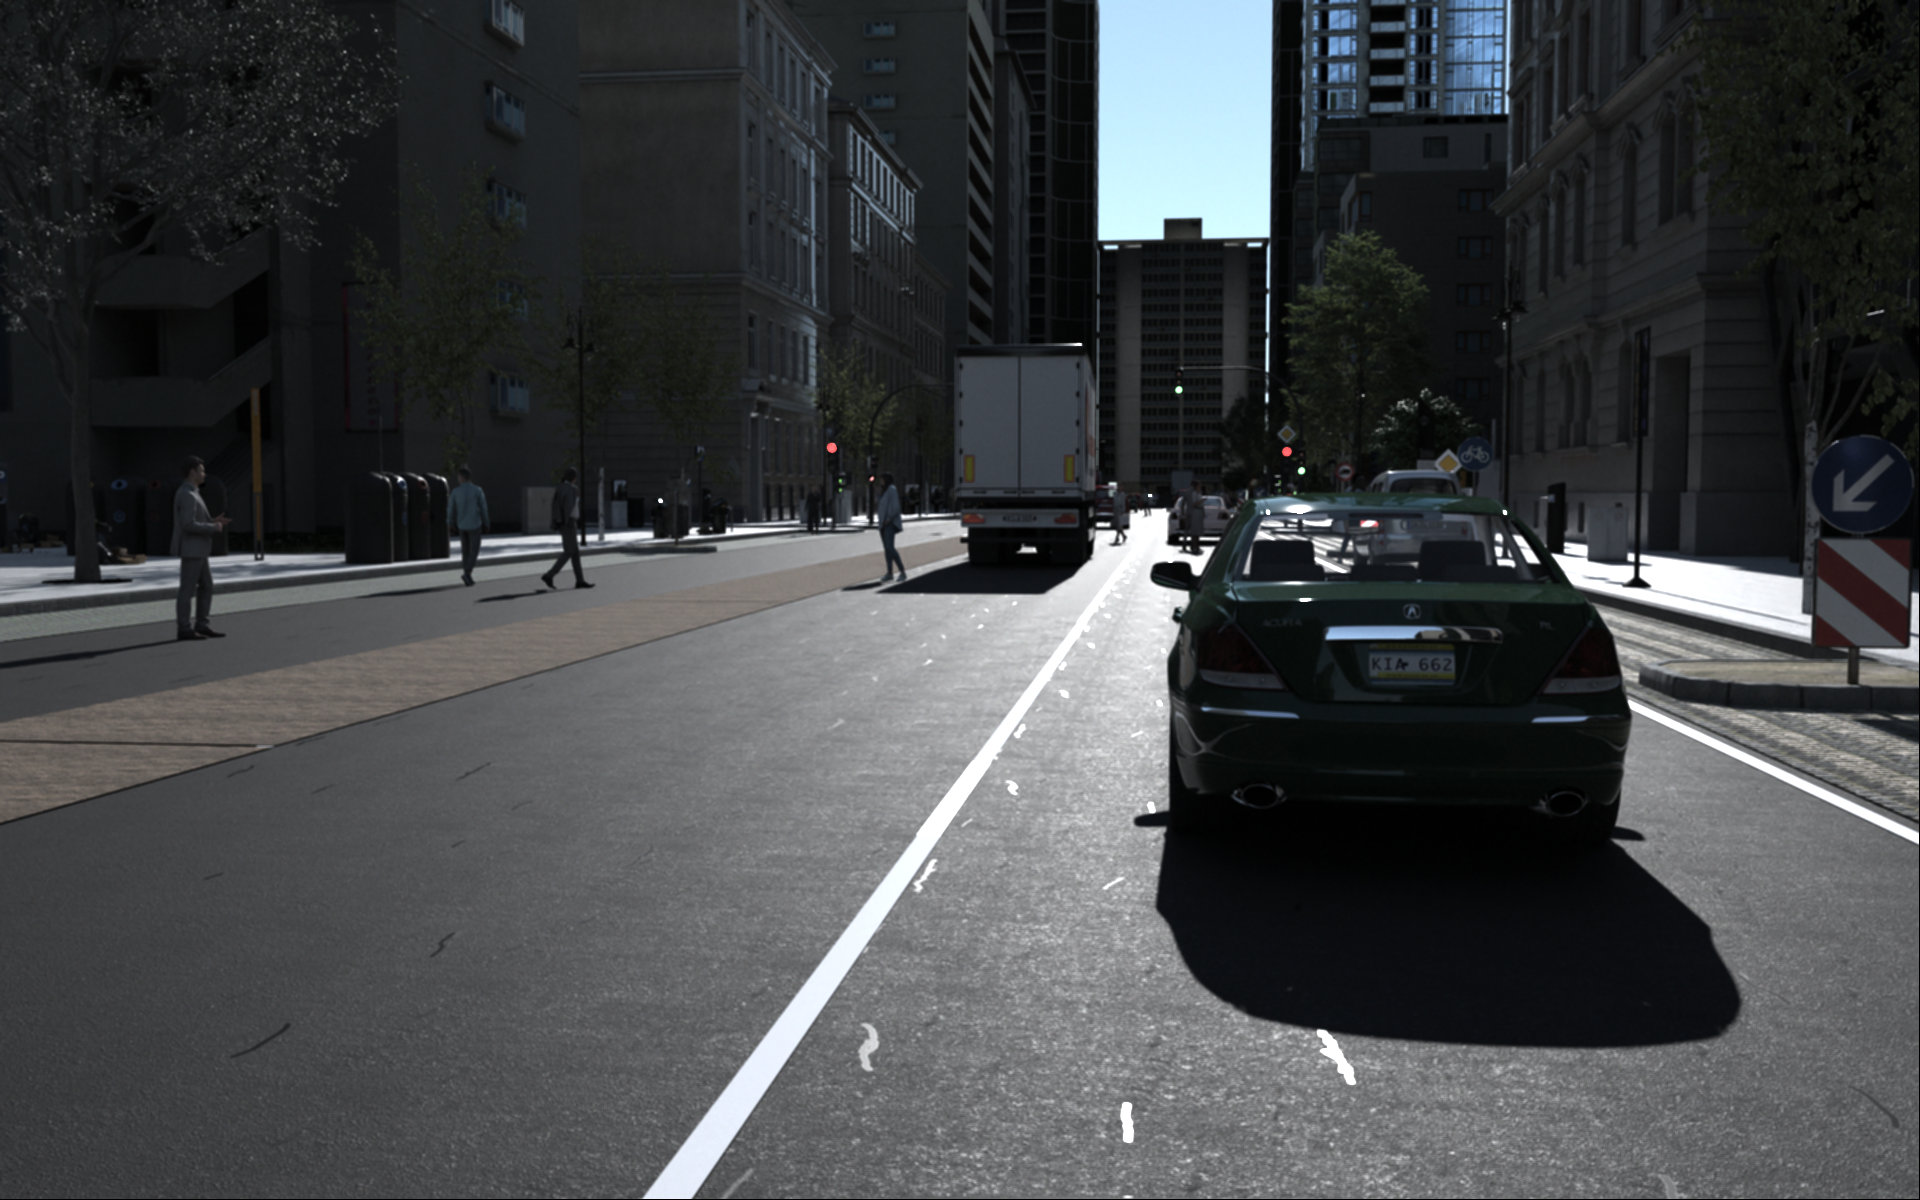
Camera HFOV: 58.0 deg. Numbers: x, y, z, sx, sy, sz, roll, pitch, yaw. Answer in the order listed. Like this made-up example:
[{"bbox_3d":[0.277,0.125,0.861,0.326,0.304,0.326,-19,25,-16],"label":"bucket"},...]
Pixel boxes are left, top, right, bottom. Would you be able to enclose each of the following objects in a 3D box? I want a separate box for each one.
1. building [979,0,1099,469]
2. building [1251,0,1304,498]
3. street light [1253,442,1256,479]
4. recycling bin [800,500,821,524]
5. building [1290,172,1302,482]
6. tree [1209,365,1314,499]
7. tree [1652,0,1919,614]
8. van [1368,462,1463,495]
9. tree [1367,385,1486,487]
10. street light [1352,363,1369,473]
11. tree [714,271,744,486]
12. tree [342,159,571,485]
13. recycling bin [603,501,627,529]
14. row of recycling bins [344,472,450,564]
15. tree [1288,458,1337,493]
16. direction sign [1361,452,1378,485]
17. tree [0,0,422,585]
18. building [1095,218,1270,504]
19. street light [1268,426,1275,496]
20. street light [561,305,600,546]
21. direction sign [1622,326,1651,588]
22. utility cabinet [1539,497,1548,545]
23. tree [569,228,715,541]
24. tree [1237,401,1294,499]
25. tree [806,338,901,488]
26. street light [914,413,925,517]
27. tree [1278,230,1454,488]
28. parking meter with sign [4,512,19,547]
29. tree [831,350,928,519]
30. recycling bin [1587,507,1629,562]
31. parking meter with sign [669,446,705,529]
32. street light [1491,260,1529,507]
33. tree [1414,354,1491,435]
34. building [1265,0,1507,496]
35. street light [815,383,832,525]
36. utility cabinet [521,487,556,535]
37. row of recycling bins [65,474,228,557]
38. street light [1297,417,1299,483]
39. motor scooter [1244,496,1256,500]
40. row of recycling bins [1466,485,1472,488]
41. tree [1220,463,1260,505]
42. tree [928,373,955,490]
[{"bbox_3d":[8.605,-49.157,241.965,20.611,71.187,20.563,0,4,7],"label":"building"},{"bbox_3d":[45.119,-46.807,203.547,20.563,71.187,20.611,0,4,7],"label":"building"},{"bbox_3d":[24.425,-10.456,143.743,0.468,5.910,1.993,0,4,7],"label":"street light"},{"bbox_3d":[-6.503,-3.843,75.384,0.722,1.027,0.722,1,4,21],"label":"recycling bin"},{"bbox_3d":[36.997,-23.561,156.920,14.160,30.474,14.107,0,4,7],"label":"building"},{"bbox_3d":[22.632,-11.753,126.568,8.767,10.594,7.601,1,4,16],"label":"tree"},{"bbox_3d":[9.166,-4.142,18.088,4.737,8.622,4.395,0,3,0],"label":"tree"},{"bbox_3d":[8.224,-1.517,31.815,2.013,2.044,4.112,0,4,7],"label":"van"},{"bbox_3d":[13.965,-4.180,52.055,4.285,4.588,4.351,0,3,0],"label":"tree"},{"bbox_3d":[14.131,-5.410,61.236,0.468,5.910,1.993,0,4,7],"label":"street light"},{"bbox_3d":[-8.453,-6.271,52.897,4.737,8.622,4.395,0,3,0],"label":"tree"},{"bbox_3d":[-10.979,-5.319,37.333,4.737,8.622,4.395,0,3,0],"label":"tree"},{"bbox_3d":[-12.648,-3.099,63.223,0.722,1.027,0.722,3,4,38],"label":"recycling bin"},{"bbox_3d":[-10.826,-1.602,33.298,1.069,1.692,3.534,0,4,6],"label":"row of recycling bins"},{"bbox_3d":[16.918,-5.400,82.888,1.663,3.219,1.824,0,3,0],"label":"tree"},{"bbox_3d":[21.962,-6.176,92.967,0.876,3.537,0.379,0,4,-6],"label":"direction sign"},{"bbox_3d":[-12.746,-6.988,24.622,12.009,13.543,11.850,0,3,0],"label":"tree"},{"bbox_3d":[31.551,-33.934,246.704,23.993,40.220,32.217,0,4,7],"label":"building"},{"bbox_3d":[21.077,-8.845,117.408,0.468,5.910,1.993,0,4,7],"label":"street light"},{"bbox_3d":[-9.300,-4.269,42.593,0.468,5.910,1.993,0,4,7],"label":"street light"},{"bbox_3d":[9.342,-1.946,23.810,0.379,3.537,0.876,1,4,10],"label":"direction sign"},{"bbox_3d":[14.785,-1.975,43.455,0.306,1.237,1.020,0,4,6],"label":"utility cabinet"},{"bbox_3d":[-10.115,-5.950,47.647,4.737,8.622,4.395,0,3,0],"label":"tree"},{"bbox_3d":[24.373,-11.372,136.286,4.737,8.622,4.395,0,3,0],"label":"tree"},{"bbox_3d":[-5.222,-8.037,81.767,4.360,8.622,3.978,0,3,0],"label":"tree"},{"bbox_3d":[-2.291,-7.692,98.559,0.468,5.910,1.993,0,4,7],"label":"street light"},{"bbox_3d":[17.519,-9.594,74.985,7.486,12.596,7.792,0,3,0],"label":"tree"},{"bbox_3d":[-23.703,-2.821,42.392,1.738,3.016,0.543,2,4,31],"label":"parking meter with sign"},{"bbox_3d":[-4.468,-8.443,88.403,4.737,8.622,4.395,0,3,0],"label":"tree"},{"bbox_3d":[12.415,-1.263,33.204,0.722,1.027,0.722,1,4,20],"label":"recycling bin"},{"bbox_3d":[-10.172,-4.087,63.086,1.738,3.016,0.543,2,4,24],"label":"parking meter with sign"},{"bbox_3d":[10.900,-3.771,34.449,0.468,5.910,1.993,0,4,7],"label":"street light"},{"bbox_3d":[25.363,-8.569,90.472,4.360,8.622,3.978,0,3,0],"label":"tree"},{"bbox_3d":[58.105,-56.474,236.027,31.000,86.520,22.319,0,4,7],"label":"building"},{"bbox_3d":[-5.653,-6.088,72.334,0.468,5.910,1.993,0,4,7],"label":"street light"},{"bbox_3d":[-13.211,-2.795,54.371,0.318,1.500,1.173,2,4,34],"label":"utility cabinet"},{"bbox_3d":[-16.936,-1.772,36.085,3.534,1.692,1.069,1,4,8],"label":"row of recycling bins"},{"bbox_3d":[17.865,-7.240,91.164,0.468,5.910,1.993,0,4,7],"label":"street light"},{"bbox_3d":[18.788,-6.062,111.889,0.815,1.314,1.986,0,4,7],"label":"motor scooter"},{"bbox_3d":[21.674,-4.212,75.977,3.534,1.692,1.069,-1,4,-20],"label":"row of recycling bins"},{"bbox_3d":[32.338,-13.487,204.227,4.285,4.588,4.351,0,3,0],"label":"tree"},{"bbox_3d":[-1.739,-9.369,103.551,4.737,8.622,4.395,0,3,0],"label":"tree"}]
